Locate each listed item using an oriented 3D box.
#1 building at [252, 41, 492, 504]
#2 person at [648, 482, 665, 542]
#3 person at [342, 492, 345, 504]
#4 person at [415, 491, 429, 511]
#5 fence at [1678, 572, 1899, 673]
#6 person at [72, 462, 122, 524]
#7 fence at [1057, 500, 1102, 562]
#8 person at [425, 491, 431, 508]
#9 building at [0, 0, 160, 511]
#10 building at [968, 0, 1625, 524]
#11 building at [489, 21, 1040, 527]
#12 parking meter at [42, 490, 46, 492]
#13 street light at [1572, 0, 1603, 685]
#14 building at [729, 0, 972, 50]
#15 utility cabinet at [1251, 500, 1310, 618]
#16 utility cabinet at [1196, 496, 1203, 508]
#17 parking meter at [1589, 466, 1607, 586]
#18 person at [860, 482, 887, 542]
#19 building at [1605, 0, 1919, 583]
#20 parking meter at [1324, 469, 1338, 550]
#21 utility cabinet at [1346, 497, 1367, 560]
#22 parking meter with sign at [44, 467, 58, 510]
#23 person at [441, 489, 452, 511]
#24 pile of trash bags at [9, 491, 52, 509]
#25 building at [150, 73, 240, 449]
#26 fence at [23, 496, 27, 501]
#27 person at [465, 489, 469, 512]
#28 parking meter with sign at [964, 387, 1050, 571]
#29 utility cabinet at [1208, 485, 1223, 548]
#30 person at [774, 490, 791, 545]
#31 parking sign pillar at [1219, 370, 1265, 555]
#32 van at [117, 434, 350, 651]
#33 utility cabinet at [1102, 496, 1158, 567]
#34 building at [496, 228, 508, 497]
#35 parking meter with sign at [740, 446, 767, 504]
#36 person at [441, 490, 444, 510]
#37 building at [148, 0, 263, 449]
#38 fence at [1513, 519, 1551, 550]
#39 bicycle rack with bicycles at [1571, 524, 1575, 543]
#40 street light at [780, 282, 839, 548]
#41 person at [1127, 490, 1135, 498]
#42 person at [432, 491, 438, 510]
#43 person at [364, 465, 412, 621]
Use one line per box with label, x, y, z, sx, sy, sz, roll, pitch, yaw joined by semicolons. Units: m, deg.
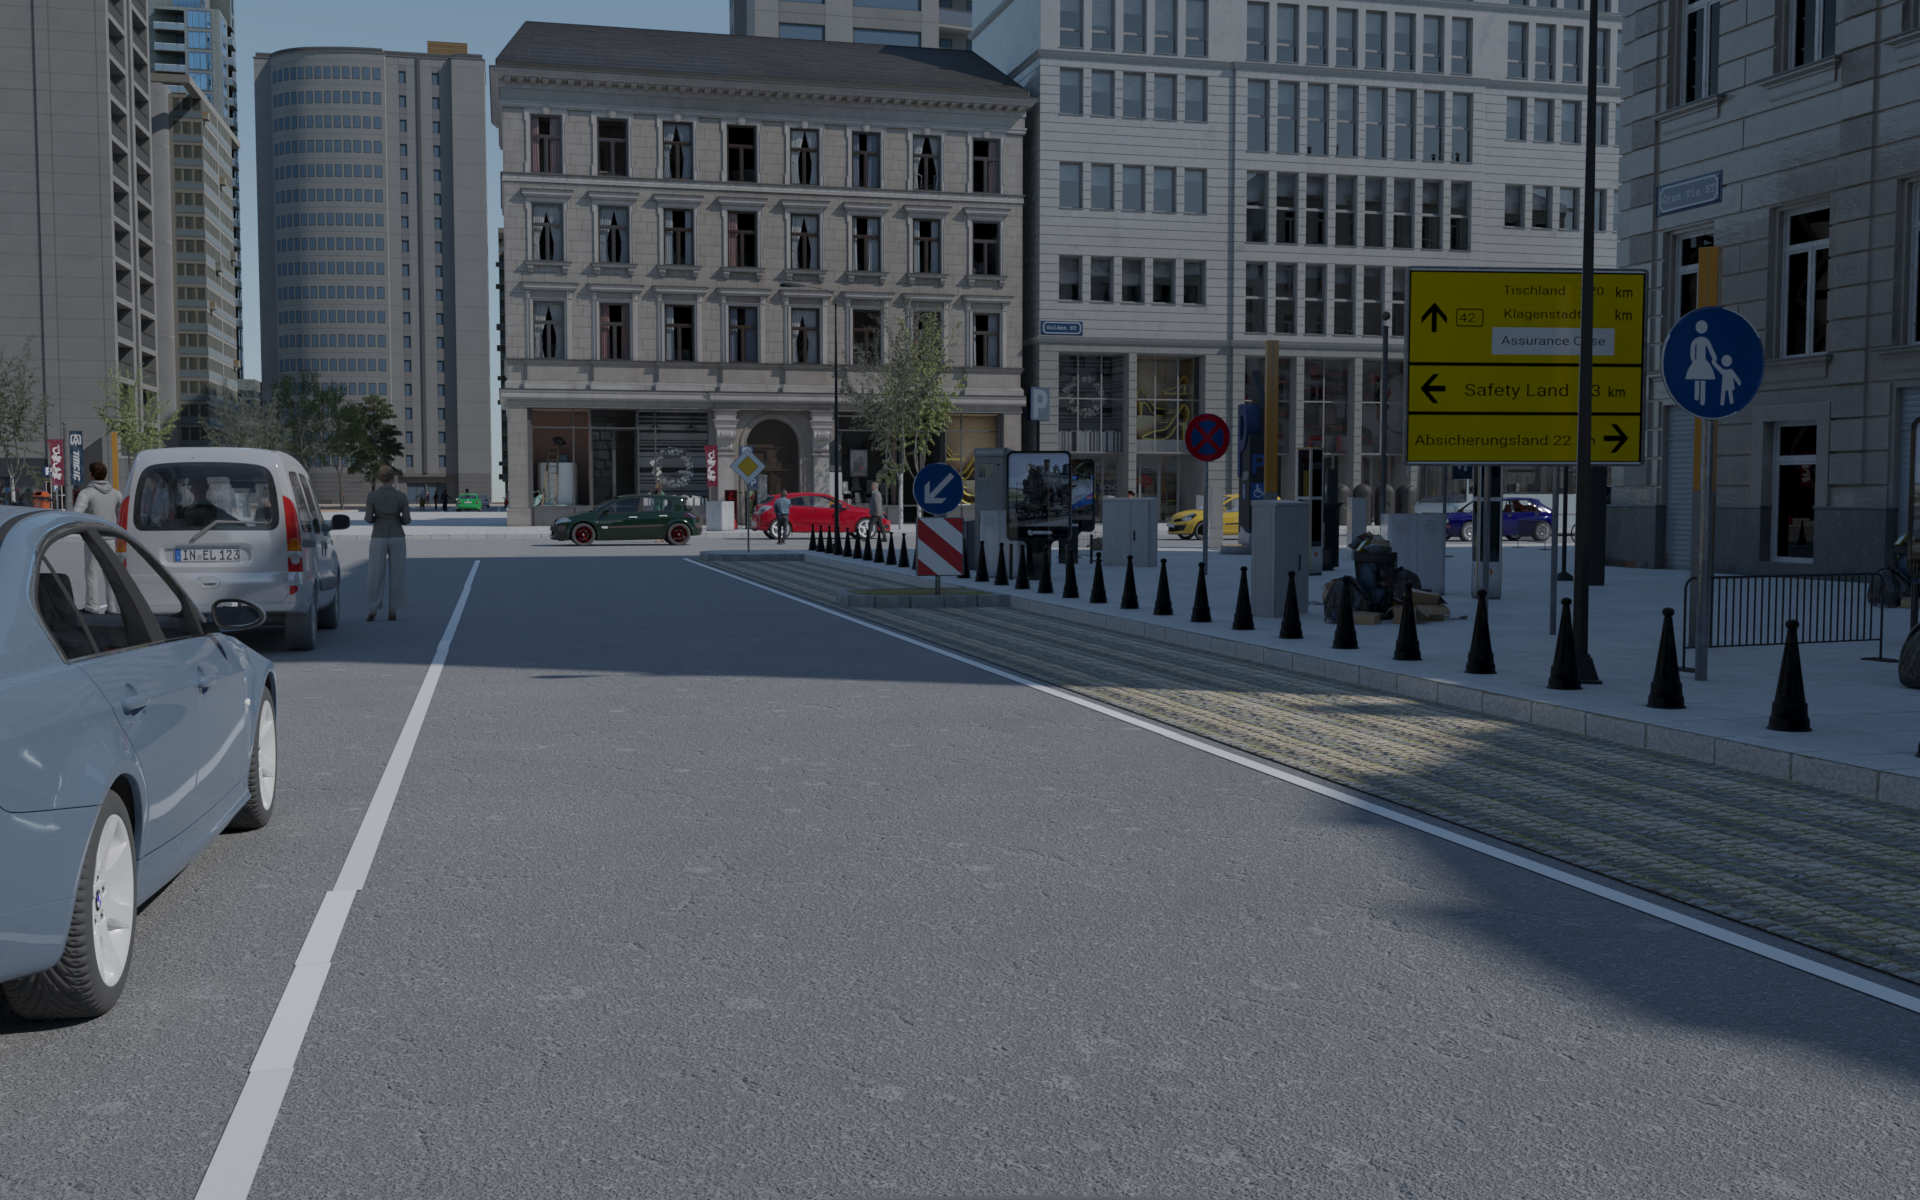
building;-76.273;-41.890;226.893;28.212;58.520;21.231;-1;4;-15
person;-8.902;-2.598;51.221;0.600;1.795;0.529;2;4;31
person;-71.677;-11.693;201.155;0.415;1.643;0.593;-1;4;-8
person;-45.541;-8.405;146.647;1.217;1.736;0.721;-1;4;-20
fence;6.158;0.151;12.911;2.069;0.683;0.278;-1;4;-22
person;-10.181;-0.724;20.479;0.789;1.805;0.875;2;4;33
fence;2.477;-1.384;33.839;0.480;1.192;2.264;-1;4;-15
person;-55.509;-10.472;180.640;0.541;1.710;0.530;3;5;41
building;-67.384;-41.905;123.399;20.563;71.187;20.611;-1;4;-15
building;16.228;-18.589;81.428;29.804;29.767;11.434;-1;4;-15
building;-17.621;-13.528;72.099;40.483;20.767;10.553;-1;4;-15
parking meter;-51.590;-5.441;97.364;0.372;1.533;0.369;0;3;0
street light;3.700;-2.383;11.511;1.470;5.913;1.316;-1;4;-15
building;-8.547;-36.856;144.588;21.231;58.520;28.212;-1;4;-15
utility cabinet;3.413;-0.442;18.394;0.306;1.237;1.020;2;4;31
utility cabinet;9.840;-3.647;70.797;0.306;1.237;1.020;1;4;13
parking meter;8.884;-1.140;24.355;0.255;1.863;0.399;0;4;-7
person;-2.583;-2.616;51.671;0.834;1.777;0.661;0;4;-1
building;19.999;-13.606;19.714;12.463;27.353;25.104;-1;4;-15
parking meter;8.558;-2.094;39.945;0.255;1.863;0.399;0;4;1
utility cabinet;7.800;-1.399;34.034;0.306;1.237;1.020;0;4;7
parking meter with sign;-57.928;-7.002;110.751;1.738;3.016;0.543;3;5;43
person;-42.786;-8.294;144.123;1.348;1.821;0.705;2;4;33
pile of trash bags;-33.203;-3.110;60.595;3.447;1.369;1.912;1;4;17
building;-78.462;-28.359;155.557;23.993;40.220;32.217;-1;4;-15
fence;-46.132;-4.543;85.487;0.480;1.192;2.264;-2;4;-24
person;-40.062;-8.109;140.713;0.705;1.869;1.348;0;4;4
parking meter with sign;0.624;-1.993;28.849;1.738;3.016;0.543;3;4;38
utility cabinet;6.074;-1.995;41.296;0.318;1.500;1.173;0;4;2
person;-5.048;-2.347;49.081;0.499;1.552;0.429;1;4;18
parking sign pillar;6.293;-2.976;37.123;1.447;3.967;1.447;0;4;-1
van;-7.079;-0.610;16.978;2.013;2.044;4.112;-1;4;-15
utility cabinet;3.012;-1.198;30.751;1.020;1.237;0.306;3;5;41
building;-51.576;-33.480;239.282;23.993;40.220;32.217;-1;4;-15
parking meter with sign;-7.422;-4.136;63.880;0.543;3.016;1.738;1;4;23
person;-45.967;-8.893;154.420;0.721;1.766;1.217;0;4;-8
building;-104.764;-55.371;217.982;31.000;86.520;22.319;-1;4;-15
fence;13.393;-1.542;40.594;0.278;0.683;2.069;0;4;0
bicycle rack with bicycles;16.931;-1.783;42.532;2.852;0.926;2.925;-2;4;-35
street light;-3.260;-4.013;38.153;1.470;5.913;1.316;-1;4;-15
person;4.488;-2.186;46.615;0.453;1.535;0.546;3;5;42
person;-48.538;-9.237;160.050;0.721;1.766;1.217;0;4;7
person;-6.477;-0.646;19.607;0.519;1.759;0.362;-1;4;-18
